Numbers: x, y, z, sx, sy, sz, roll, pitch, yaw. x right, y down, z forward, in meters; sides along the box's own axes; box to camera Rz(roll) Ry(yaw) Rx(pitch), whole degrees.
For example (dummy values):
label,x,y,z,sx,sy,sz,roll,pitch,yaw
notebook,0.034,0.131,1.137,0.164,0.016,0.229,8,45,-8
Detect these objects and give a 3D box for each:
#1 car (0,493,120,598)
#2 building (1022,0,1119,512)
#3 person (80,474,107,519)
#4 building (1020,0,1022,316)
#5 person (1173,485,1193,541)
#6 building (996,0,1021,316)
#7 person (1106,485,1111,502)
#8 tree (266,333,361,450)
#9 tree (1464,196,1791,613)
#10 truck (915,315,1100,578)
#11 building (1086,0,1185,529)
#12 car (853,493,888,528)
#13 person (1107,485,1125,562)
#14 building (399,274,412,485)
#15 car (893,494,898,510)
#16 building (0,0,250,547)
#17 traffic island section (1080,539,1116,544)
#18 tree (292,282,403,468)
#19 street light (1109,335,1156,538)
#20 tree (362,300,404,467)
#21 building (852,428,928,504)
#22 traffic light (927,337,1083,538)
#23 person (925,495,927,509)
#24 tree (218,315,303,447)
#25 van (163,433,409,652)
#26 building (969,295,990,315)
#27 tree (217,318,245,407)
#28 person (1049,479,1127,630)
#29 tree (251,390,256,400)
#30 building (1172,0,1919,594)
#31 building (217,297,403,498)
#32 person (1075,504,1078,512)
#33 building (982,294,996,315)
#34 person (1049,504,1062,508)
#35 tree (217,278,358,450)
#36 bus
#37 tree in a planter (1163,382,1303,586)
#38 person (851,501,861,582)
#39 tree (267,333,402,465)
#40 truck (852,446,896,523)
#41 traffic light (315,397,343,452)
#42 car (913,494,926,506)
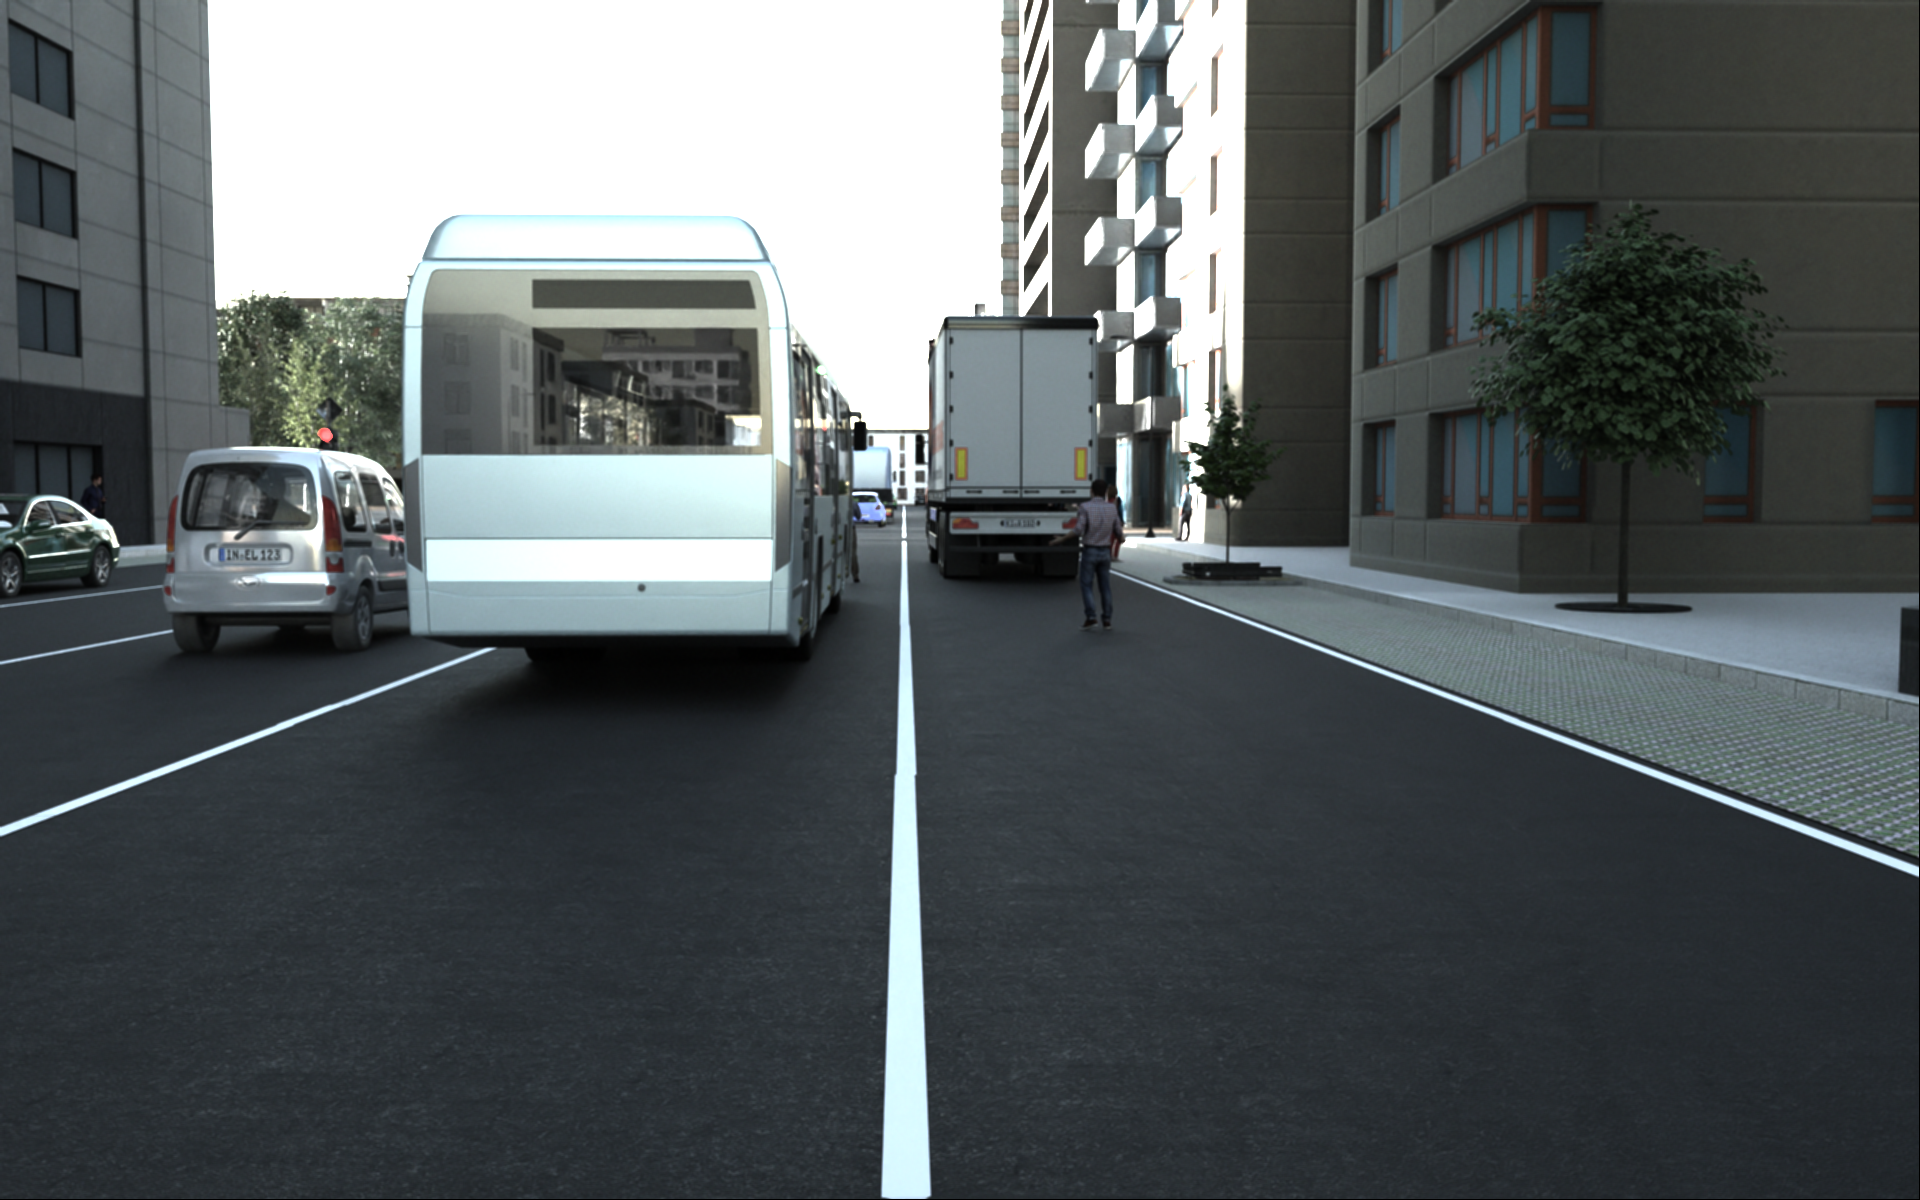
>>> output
label,x,y,z,sx,sy,sz,roll,pitch,yaw
car,-14.048,-0.824,25.275,2.131,1.459,4.920,0,4,-2
building,14.720,-28.786,94.355,21.300,48.544,21.600,0,4,-2
person,-19.375,-1.966,38.895,0.504,1.737,0.576,0,4,-3
building,11.263,-28.263,112.218,14.600,45.320,14.200,0,4,-2
person,6.087,-2.360,46.848,0.499,1.552,0.429,-2,4,-24
building,9.536,-27.087,126.474,14.154,41.232,14.086,0,4,-2
person,7.268,-4.702,83.596,0.621,1.740,0.551,2,4,25
tree,-29.584,-7.871,79.054,4.737,8.622,4.395,0,3,0
tree,7.472,-2.169,19.172,4.285,4.588,4.351,0,3,0
truck,0.681,-2.685,32.814,2.839,4.237,11.283,0,4,-3
building,20.325,-27.517,69.509,30.456,49.044,23.786,0,4,-2
car,-4.125,-4.029,75.469,1.945,1.707,3.694,0,3,0
person,3.287,-1.606,36.463,0.444,1.614,0.593,1,4,14
building,-38.375,-20.427,177.953,27.936,21.610,32.646,0,4,-2
car,-6.774,-9.323,161.220,1.959,1.807,4.718,0,4,-2
building,-30.466,-36.652,37.506,20.611,71.187,20.563,0,4,-2
traffic island section,3.564,-1.742,50.764,2.009,0.180,2.903,0,4,-2
tree,-37.155,-12.143,105.198,9.857,13.997,8.962,0,3,0
street light,5.048,-4.779,50.685,1.470,5.913,1.316,0,4,-2
tree,-21.688,-8.578,74.659,8.767,10.594,7.601,0,4,-7
building,-16.368,-17.123,222.114,28.070,9.664,9.099,0,4,-2
traffic light,1.436,-4.634,50.440,4.771,5.953,1.251,0,4,-2
person,-3.125,-9.481,163.958,0.683,1.767,0.568,-3,5,-43
tree,-29.244,-7.423,71.726,4.360,8.622,3.978,0,3,0
van,-6.333,-0.618,17.114,2.013,2.044,4.112,0,4,-3
building,14.829,-21.423,194.248,27.936,21.610,32.646,0,4,-2
tree,-29.861,-7.876,63.193,7.601,10.594,8.767,-1,4,-21
person,1.442,-0.481,18.327,0.963,1.587,0.435,-2,4,-30
tree,-48.484,-10.369,119.888,4.737,8.622,4.395,0,3,0
building,20.554,-11.711,36.523,27.650,21.520,28.899,0,4,-2
building,-69.922,-21.379,193.516,32.646,21.610,27.936,0,4,-2
person,5.719,-4.706,83.707,0.841,1.734,0.376,-3,4,-36
building,10.831,-18.087,162.180,16.747,18.905,31.486,0,4,-2
person,2.273,-1.897,41.225,0.593,1.614,0.444,-3,5,-42
tree,-37.063,-10.698,91.920,9.611,12.733,9.660,0,3,0
bus,-2.581,-1.416,18.011,2.948,3.499,13.247,0,4,-2
tree in a planter,4.304,-1.866,27.728,1.991,3.239,1.994,0,4,-2
person,-1.867,-1.081,28.244,0.516,1.574,0.319,0,4,-1
tree,-41.217,-12.108,116.092,7.486,12.596,7.792,0,3,0
truck,-4.804,-6.251,91.967,2.967,4.110,18.799,0,4,-2
traffic light,-18.146,-3.732,49.934,0.839,4.253,0.868,0,4,-2
car,-4.507,-11.945,205.092,2.009,1.686,4.222,0,4,-2
